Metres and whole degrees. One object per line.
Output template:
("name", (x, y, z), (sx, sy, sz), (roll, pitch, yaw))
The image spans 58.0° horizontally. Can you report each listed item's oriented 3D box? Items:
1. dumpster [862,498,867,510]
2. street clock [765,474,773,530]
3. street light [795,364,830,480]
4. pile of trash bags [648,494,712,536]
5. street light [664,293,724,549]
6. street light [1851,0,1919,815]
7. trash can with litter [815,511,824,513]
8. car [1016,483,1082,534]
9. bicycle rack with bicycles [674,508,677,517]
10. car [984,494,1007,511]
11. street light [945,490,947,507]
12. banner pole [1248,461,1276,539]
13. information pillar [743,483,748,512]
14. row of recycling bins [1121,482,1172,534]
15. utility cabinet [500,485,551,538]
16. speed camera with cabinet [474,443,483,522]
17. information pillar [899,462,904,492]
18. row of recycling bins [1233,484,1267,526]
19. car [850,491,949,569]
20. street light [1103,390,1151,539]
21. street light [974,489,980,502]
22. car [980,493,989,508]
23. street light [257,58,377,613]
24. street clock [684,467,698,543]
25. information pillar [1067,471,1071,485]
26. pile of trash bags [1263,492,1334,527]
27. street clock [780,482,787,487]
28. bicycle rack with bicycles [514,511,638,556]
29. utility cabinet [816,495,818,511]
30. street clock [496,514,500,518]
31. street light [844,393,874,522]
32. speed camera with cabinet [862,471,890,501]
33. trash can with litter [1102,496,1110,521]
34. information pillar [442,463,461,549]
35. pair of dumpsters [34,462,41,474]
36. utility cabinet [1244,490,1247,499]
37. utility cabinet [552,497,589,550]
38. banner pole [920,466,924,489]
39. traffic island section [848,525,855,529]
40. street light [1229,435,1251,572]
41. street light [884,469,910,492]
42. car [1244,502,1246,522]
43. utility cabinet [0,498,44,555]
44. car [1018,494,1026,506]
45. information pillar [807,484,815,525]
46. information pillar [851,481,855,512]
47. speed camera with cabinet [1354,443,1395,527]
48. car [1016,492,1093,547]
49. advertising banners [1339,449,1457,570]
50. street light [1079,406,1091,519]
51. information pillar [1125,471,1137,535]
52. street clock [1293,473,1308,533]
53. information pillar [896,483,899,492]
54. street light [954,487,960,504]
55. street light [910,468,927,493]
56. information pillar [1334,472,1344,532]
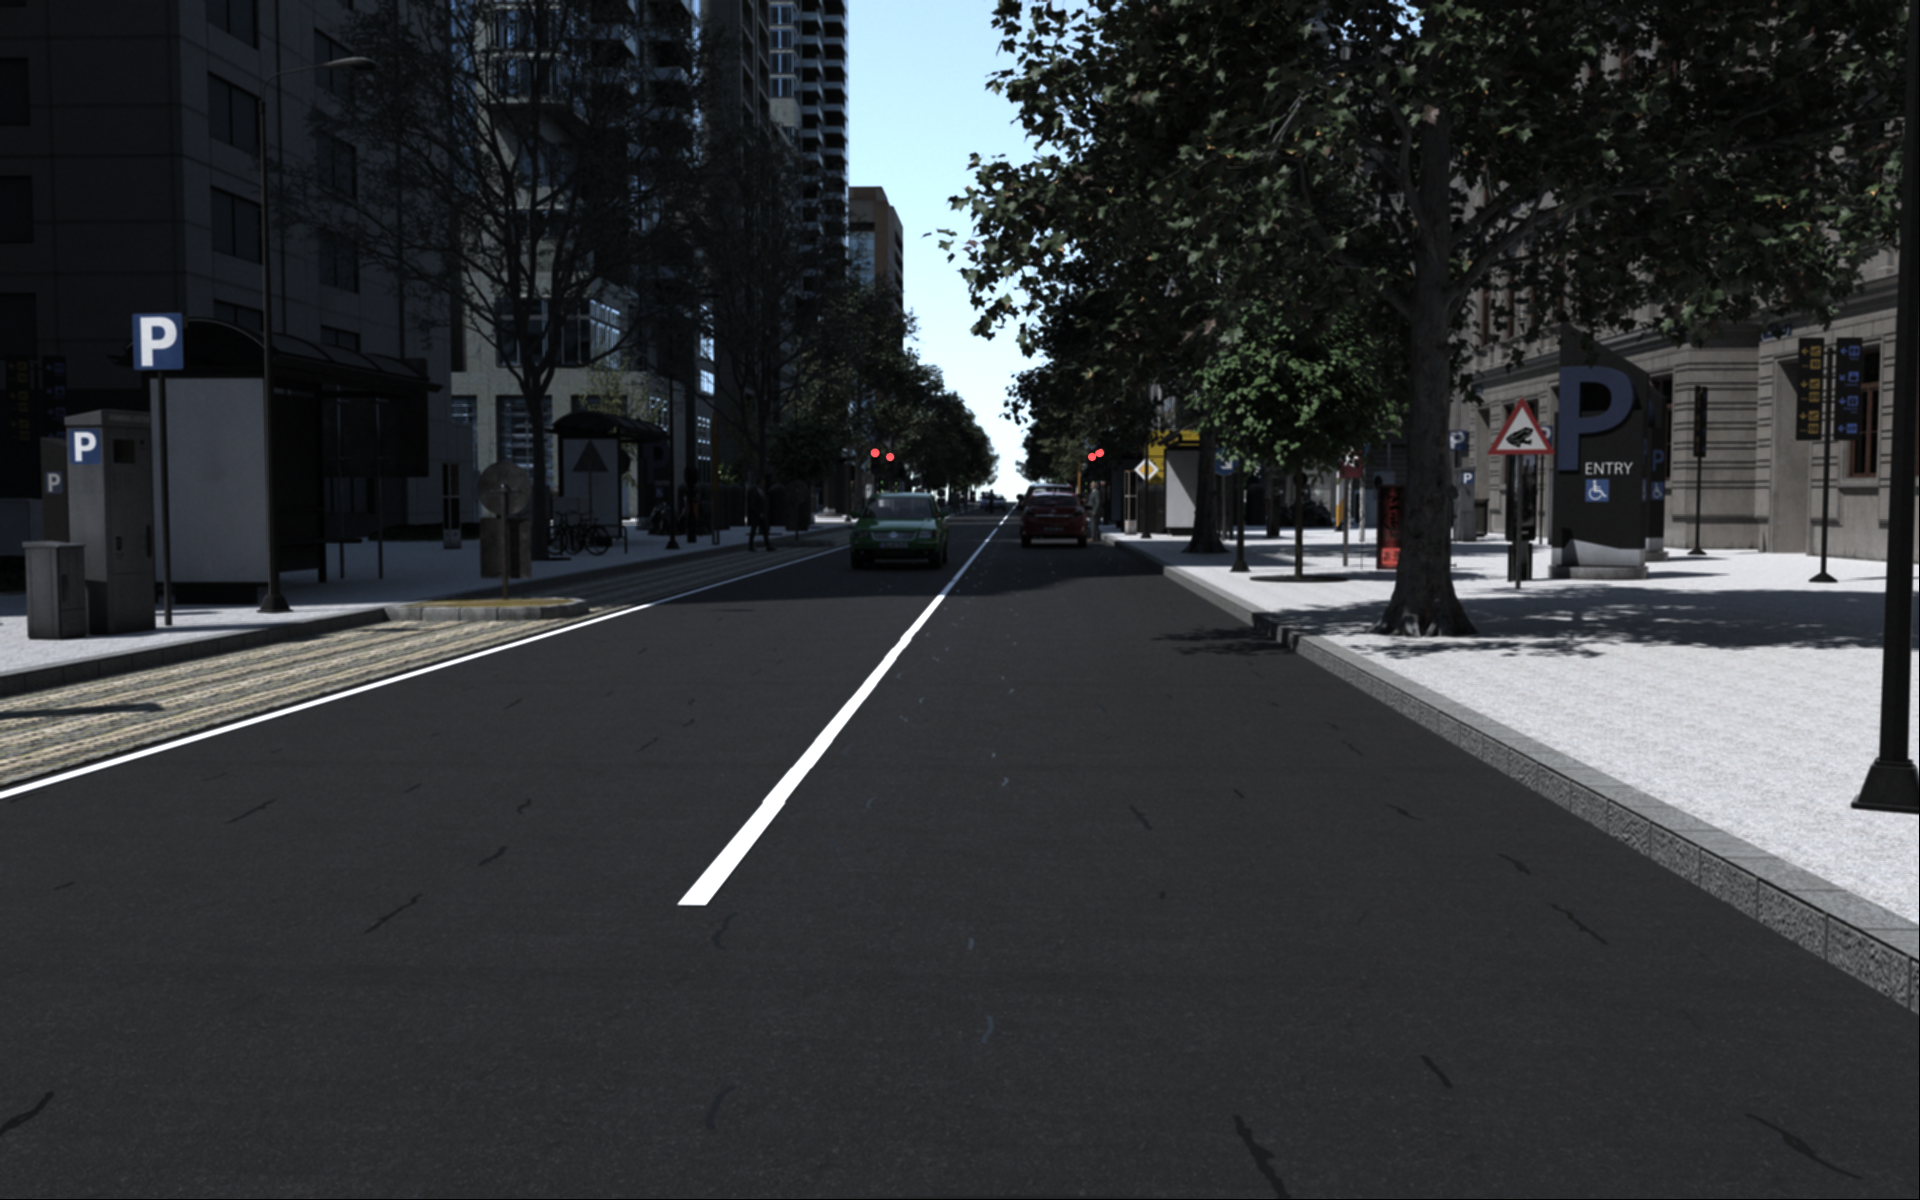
("dumpster", (-6.471, -7.318, 125.408), (1.264, 1.857, 1.865), (0, 4, 2))
("street clock", (-6.881, -3.484, 61.533), (0.358, 2.002, 0.471), (2, 4, 30))
("street light", (-5.321, -5.469, 61.967), (1.470, 5.913, 1.316), (0, 4, 2))
("pile of trash bags", (-8.575, -2.701, 53.917), (1.912, 1.369, 3.447), (-1, 4, -19))
("street light", (-6.148, -4.132, 40.100), (1.470, 5.913, 1.316), (0, 4, 2))
("street light", (3.284, -2.105, 6.952), (1.470, 5.913, 1.316), (0, 4, 2))
("trash can with litter", (-10.395, -6.691, 120.463), (1.678, 1.210, 2.233), (-3, 5, -42))
("car", (3.114, -3.145, 60.092), (2.281, 1.827, 5.304), (0, 4, 0))
("bicycle rack with bicycles", (-10.794, -3.193, 65.593), (2.925, 0.926, 2.852), (-1, 4, -19))
("car", (3.041, -8.321, 148.053), (2.014, 1.417, 4.499), (0, 4, 2))
("street light", (-1.735, -11.236, 156.253), (1.470, 5.913, 1.316), (0, 4, 2))
("banner pole", (8.728, -3.669, 50.008), (0.863, 3.779, 0.401), (2, 4, 27))
("information pillar", (-14.603, -6.943, 118.016), (0.304, 2.012, 0.304), (0, 4, -6))
("row of recycling bins", (6.264, -3.053, 57.037), (1.069, 1.692, 3.534), (-1, 4, -18))
("utility cabinet", (-10.694, -2.075, 42.605), (1.173, 1.500, 0.318), (-2, 4, -33))
("speed camera with cabinet", (-19.105, -4.503, 67.958), (0.660, 3.252, 2.038), (-1, 4, -12))
("information pillar", (-3.772, -7.347, 111.480), (0.183, 3.616, 0.504), (-3, 5, -39))
("row of recycling bins", (10.756, -3.896, 70.814), (3.534, 1.692, 1.069), (1, 4, 10))
("car", (-1.180, -1.587, 34.740), (1.959, 1.807, 4.718), (0, 4, 2))
("street light", (4.842, -4.732, 49.913), (1.470, 5.913, 1.316), (0, 4, 2))
("street light", (2.166, -17.715, 262.183), (1.470, 5.913, 1.316), (0, 4, 2))
("car", (2.979, -10.226, 176.787), (1.945, 1.707, 3.694), (0, 4, 4))
("street light", (-6.905, -2.818, 18.619), (1.470, 5.913, 1.316), (0, 4, 2))
("street clock", (-7.082, -2.514, 45.668), (0.358, 2.002, 0.471), (-2, 4, -29))
("information pillar", (9.447, -9.705, 150.025), (0.504, 3.616, 0.183), (3, 5, 41))
("pile of trash bags", (12.910, -3.514, 67.202), (3.447, 1.369, 1.912), (-3, 5, -45))
("street clock", (-8.406, -4.834, 83.613), (0.471, 2.002, 0.358), (1, 4, 13))
("bicycle rack with bicycles", (-8.402, -1.445, 37.015), (2.925, 0.926, 2.852), (3, 4, 39))
("utility cabinet", (-10.612, -7.101, 127.261), (0.306, 1.237, 1.020), (0, 4, -2))
("street clock", (-15.692, -3.330, 59.021), (0.471, 2.002, 0.358), (-3, 4, -38))
("street light", (-4.634, -6.566, 79.890), (1.470, 5.913, 1.316), (0, 4, 2))
("speed camera with cabinet", (-5.101, -6.886, 106.914), (2.038, 3.252, 0.660), (-2, 4, -34))
("trash can with litter", (7.233, -4.315, 81.935), (1.055, 1.170, 0.624), (1, 4, 14))
("information pillar", (-11.900, -2.205, 40.539), (0.304, 2.012, 0.304), (3, 5, 42))
("pair of dumpsters", (-10.614, -1.278, 23.385), (1.574, 2.255, 4.437), (0, 4, 2))
("utility cabinet", (17.465, -5.801, 103.523), (1.173, 1.500, 0.318), (1, 4, 22))
("utility cabinet", (-8.965, -1.758, 39.909), (1.020, 1.237, 0.306), (3, 5, 41))
("banner pole", (-3.066, -9.134, 139.363), (0.401, 3.779, 0.863), (-2, 4, -24))
("traffic island section", (-3.515, -3.039, 71.962), (2.009, 0.180, 2.903), (0, 4, 2))
("street light", (4.084, -3.418, 28.432), (1.470, 5.913, 1.316), (0, 4, 2))
("street light", (-3.856, -7.904, 101.774), (1.470, 5.913, 1.316), (0, 4, 2))
("car", (10.765, -4.145, 76.570), (4.718, 1.807, 1.959), (0, 4, 0))
("utility cabinet", (-14.372, -0.939, 26.515), (1.020, 1.237, 0.306), (2, 4, 34))
("car", (7.448, -11.306, 194.636), (2.009, 1.686, 4.222), (0, 4, 3))
("information pillar", (-6.315, -4.188, 72.968), (0.304, 2.012, 0.304), (1, 4, 20))
("information pillar", (-5.971, -5.697, 97.637), (0.304, 2.012, 0.304), (-1, 4, -15))
("speed camera with cabinet", (16.257, -4.502, 67.948), (0.660, 3.252, 2.038), (-1, 4, -19))
("car", (2.615, -2.387, 48.072), (2.155, 1.783, 4.494), (0, 4, 3))
("advertising banners", (7.340, -2.024, 29.287), (2.074, 3.025, 0.090), (1, 4, 9))
("street light", (5.506, -6.046, 71.398), (1.470, 5.913, 1.316), (0, 4, 2))
("information pillar", (5.378, -3.057, 54.477), (0.304, 2.012, 0.304), (-1, 4, -20))
("street clock", (11.126, -3.187, 56.684), (0.471, 2.002, 0.358), (0, 4, 6))
("information pillar", (-4.091, -6.490, 110.599), (0.304, 2.012, 0.304), (2, 4, 32))
("street light", (-0.997, -12.566, 177.991), (1.470, 5.913, 1.316), (0, 4, 2))
("street light", (-3.034, -9.218, 123.253), (1.470, 5.913, 1.316), (0, 4, 2))
("information pillar", (13.083, -4.161, 59.394), (0.504, 3.616, 0.183), (-3, 5, -43))
